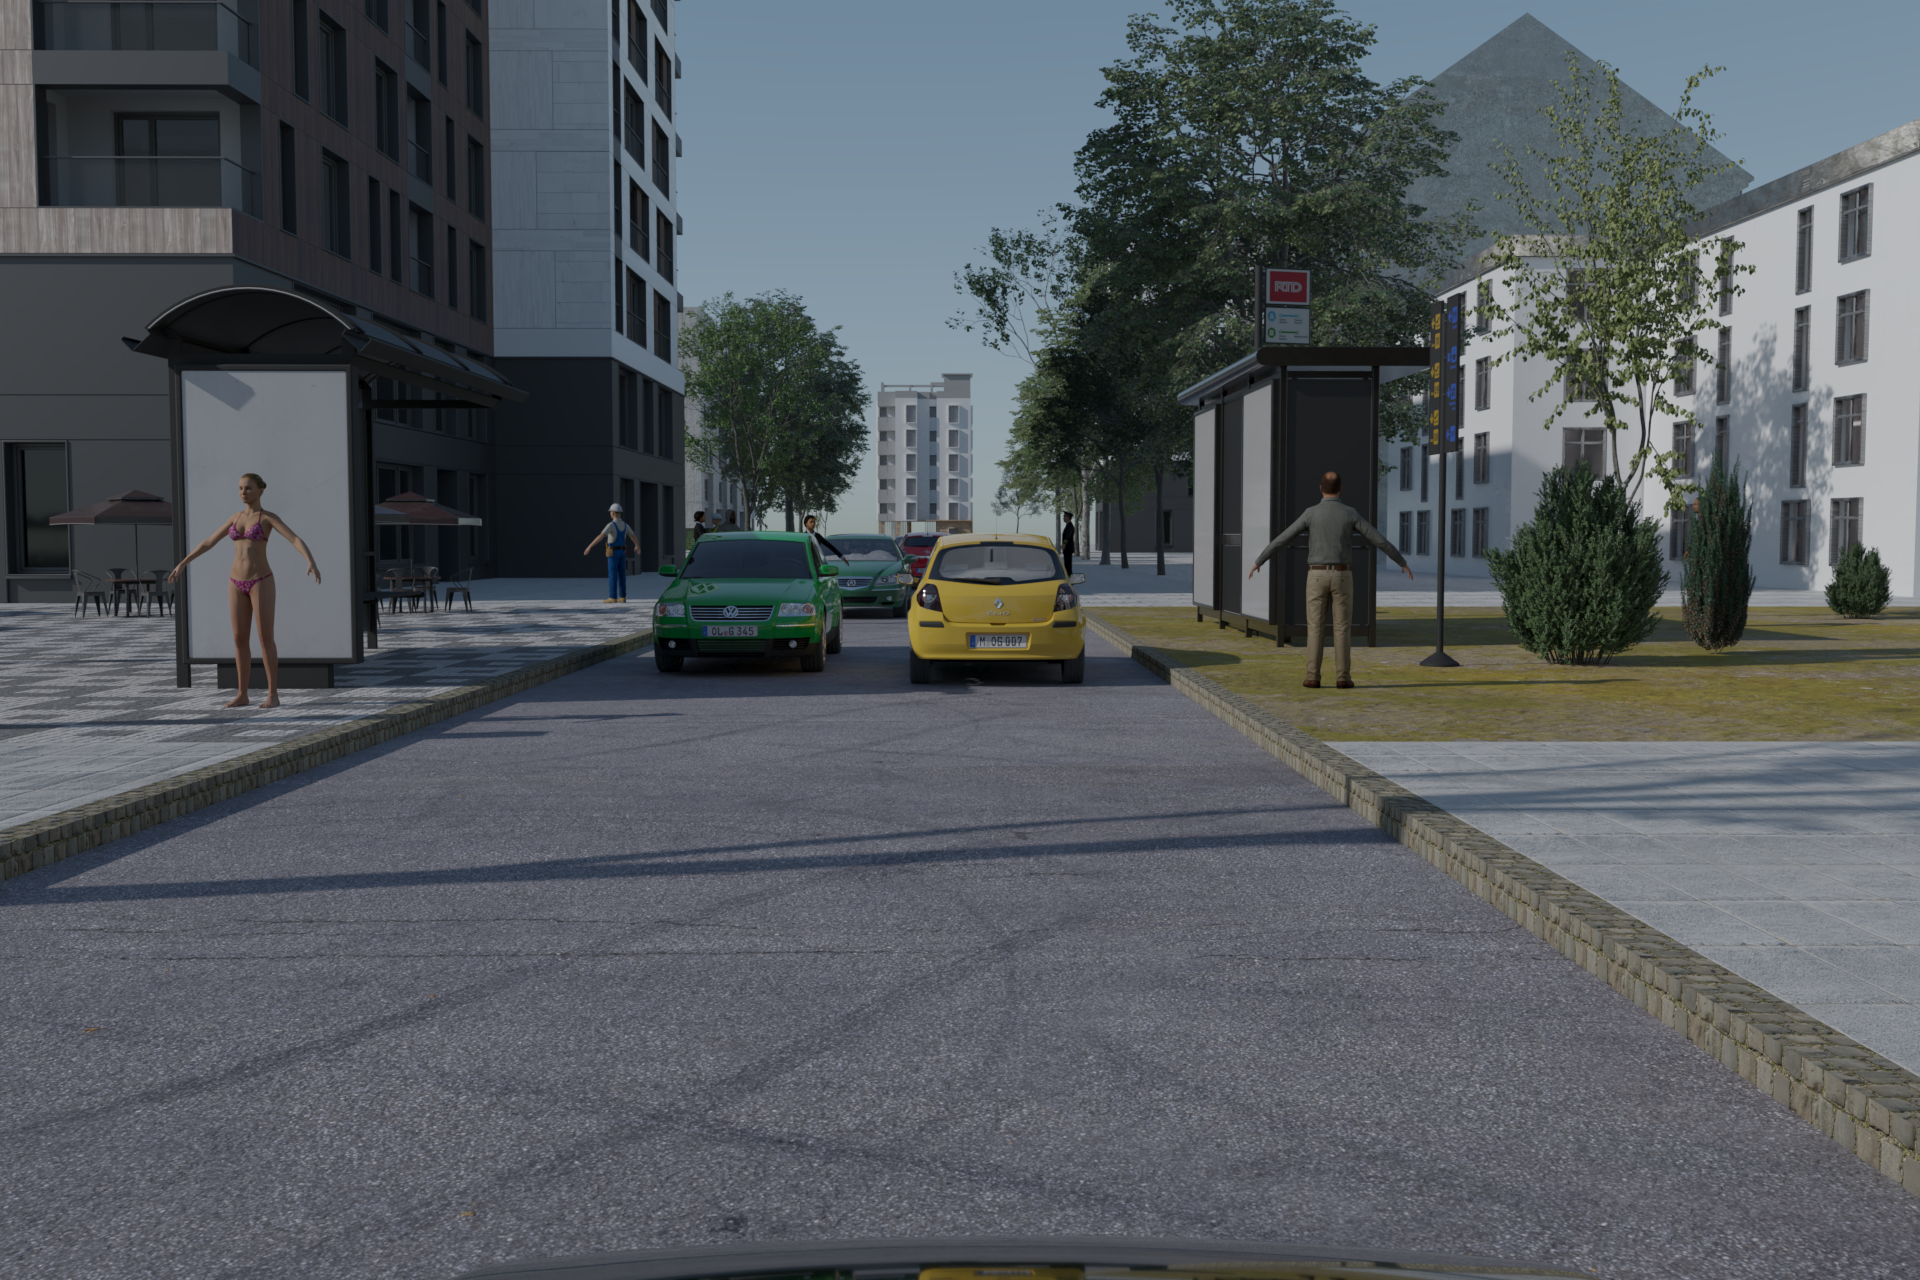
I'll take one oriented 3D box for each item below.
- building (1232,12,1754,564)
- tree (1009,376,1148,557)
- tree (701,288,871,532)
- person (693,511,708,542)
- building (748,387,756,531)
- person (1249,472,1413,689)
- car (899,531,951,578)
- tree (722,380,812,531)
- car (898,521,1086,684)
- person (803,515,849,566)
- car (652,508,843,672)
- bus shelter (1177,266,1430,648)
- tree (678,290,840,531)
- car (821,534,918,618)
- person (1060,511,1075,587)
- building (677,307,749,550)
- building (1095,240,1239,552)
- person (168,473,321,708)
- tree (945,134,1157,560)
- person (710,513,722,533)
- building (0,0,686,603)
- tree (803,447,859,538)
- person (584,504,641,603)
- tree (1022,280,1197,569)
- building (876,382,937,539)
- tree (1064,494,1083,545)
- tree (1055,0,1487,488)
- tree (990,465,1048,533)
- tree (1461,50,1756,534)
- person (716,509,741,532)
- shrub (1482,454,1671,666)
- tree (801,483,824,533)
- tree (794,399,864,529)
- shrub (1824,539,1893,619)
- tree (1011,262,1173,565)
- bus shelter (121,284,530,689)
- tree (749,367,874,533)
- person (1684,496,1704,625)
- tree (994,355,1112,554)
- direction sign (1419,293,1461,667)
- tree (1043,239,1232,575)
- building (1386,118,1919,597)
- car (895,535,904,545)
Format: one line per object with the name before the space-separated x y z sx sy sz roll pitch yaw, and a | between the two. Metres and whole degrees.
building | 23.894 -15.395 82.634 19.493 23.208 18.063 0 3 0
tree | 6.759 -10.525 97.845 9.928 11.665 9.643 0 3 0
tree | -8.769 -11.197 89.728 9.857 13.997 8.962 0 3 0
person | -5.023 -1.675 34.108 0.721 1.740 1.216 -1 4 -19
building | -27.076 -19.484 174.975 16.016 20.090 11.380 0 4 -1
person | 3.083 -0.499 14.437 1.348 1.796 0.705 1 4 12
car | -0.843 -2.262 46.017 2.155 1.783 4.494 0 4 0
tree | -9.142 -7.997 81.116 4.737 8.622 4.395 0 3 0
car | 0.342 -0.476 18.013 2.015 1.641 3.980 0 4 0
person | -2.330 -1.118 27.458 1.216 1.740 0.721 -2 4 -27
car | -2.294 -0.649 19.407 1.959 1.807 4.718 0 4 -1
bus shelter | 4.285 -2.817 23.695 2.179 5.291 8.768 0 4 -1
tree | -8.879 -9.013 73.114 9.928 11.665 9.643 0 3 0
car | -1.814 -1.188 31.217 2.131 1.459 4.920 0 4 0
person | 2.558 -2.171 41.430 0.705 1.837 1.347 0 4 7
building | -28.656 -17.389 150.766 16.747 18.905 31.486 0 4 0
building | 24.455 -17.901 136.653 27.936 21.610 32.646 0 4 0
person | -5.264 -0.366 12.789 1.217 1.733 0.721 1 4 10
tree | 5.648 -13.997 84.741 12.611 20.169 13.585 0 3 0
person | -5.761 -2.076 40.404 0.721 1.772 1.216 -2 4 -30
building | -23.966 -12.450 47.533 27.936 21.610 32.646 0 4 -1
tree | -8.796 -9.812 110.795 4.360 8.622 3.978 0 3 0
person | -6.425 -1.618 32.309 0.705 1.847 1.347 3 4 36
tree | 5.796 -7.932 64.108 7.601 10.594 8.767 0 4 4
building | -9.691 -21.383 208.488 11.380 20.090 16.016 0 4 6
tree | 14.108 -15.586 205.188 4.737 8.622 4.395 0 3 0
tree | 7.089 -8.132 39.619 9.857 13.997 8.962 0 3 0
tree | 7.092 -16.625 206.236 7.601 10.594 8.767 0 4 2
tree | 9.944 -4.633 26.113 4.737 8.622 4.395 0 3 0
person | -4.842 -1.870 36.697 0.705 1.813 1.348 3 5 41
shrub | 6.103 -0.801 17.143 1.661 2.075 1.752 0 3 0
tree | -9.435 -10.195 117.052 4.360 8.622 3.978 0 3 0
tree | -17.496 -21.629 209.524 12.611 20.169 13.585 0 3 0
shrub | 13.618 -0.925 26.245 1.383 1.207 1.383 0 3 0
tree | 6.021 -9.440 72.477 7.486 12.596 7.792 0 3 0
bus shelter | -5.808 -1.400 16.819 2.014 3.302 5.546 0 4 -1
tree | -9.293 -10.819 102.650 9.928 11.665 9.643 0 3 0
person | 10.233 -1.087 23.991 0.704 1.802 1.346 1 4 16
tree | 5.965 -11.685 109.178 7.486 12.596 7.792 0 3 0
direction sign | 4.673 -1.515 16.772 0.379 3.537 0.876 0 4 -1
tree | 5.945 -7.277 53.394 7.601 10.594 8.767 -2 4 -28
building | 20.022 -6.531 48.923 9.099 9.664 28.070 0 4 0
car | -2.584 -4.614 87.797 2.083 1.381 4.827 0 4 0
